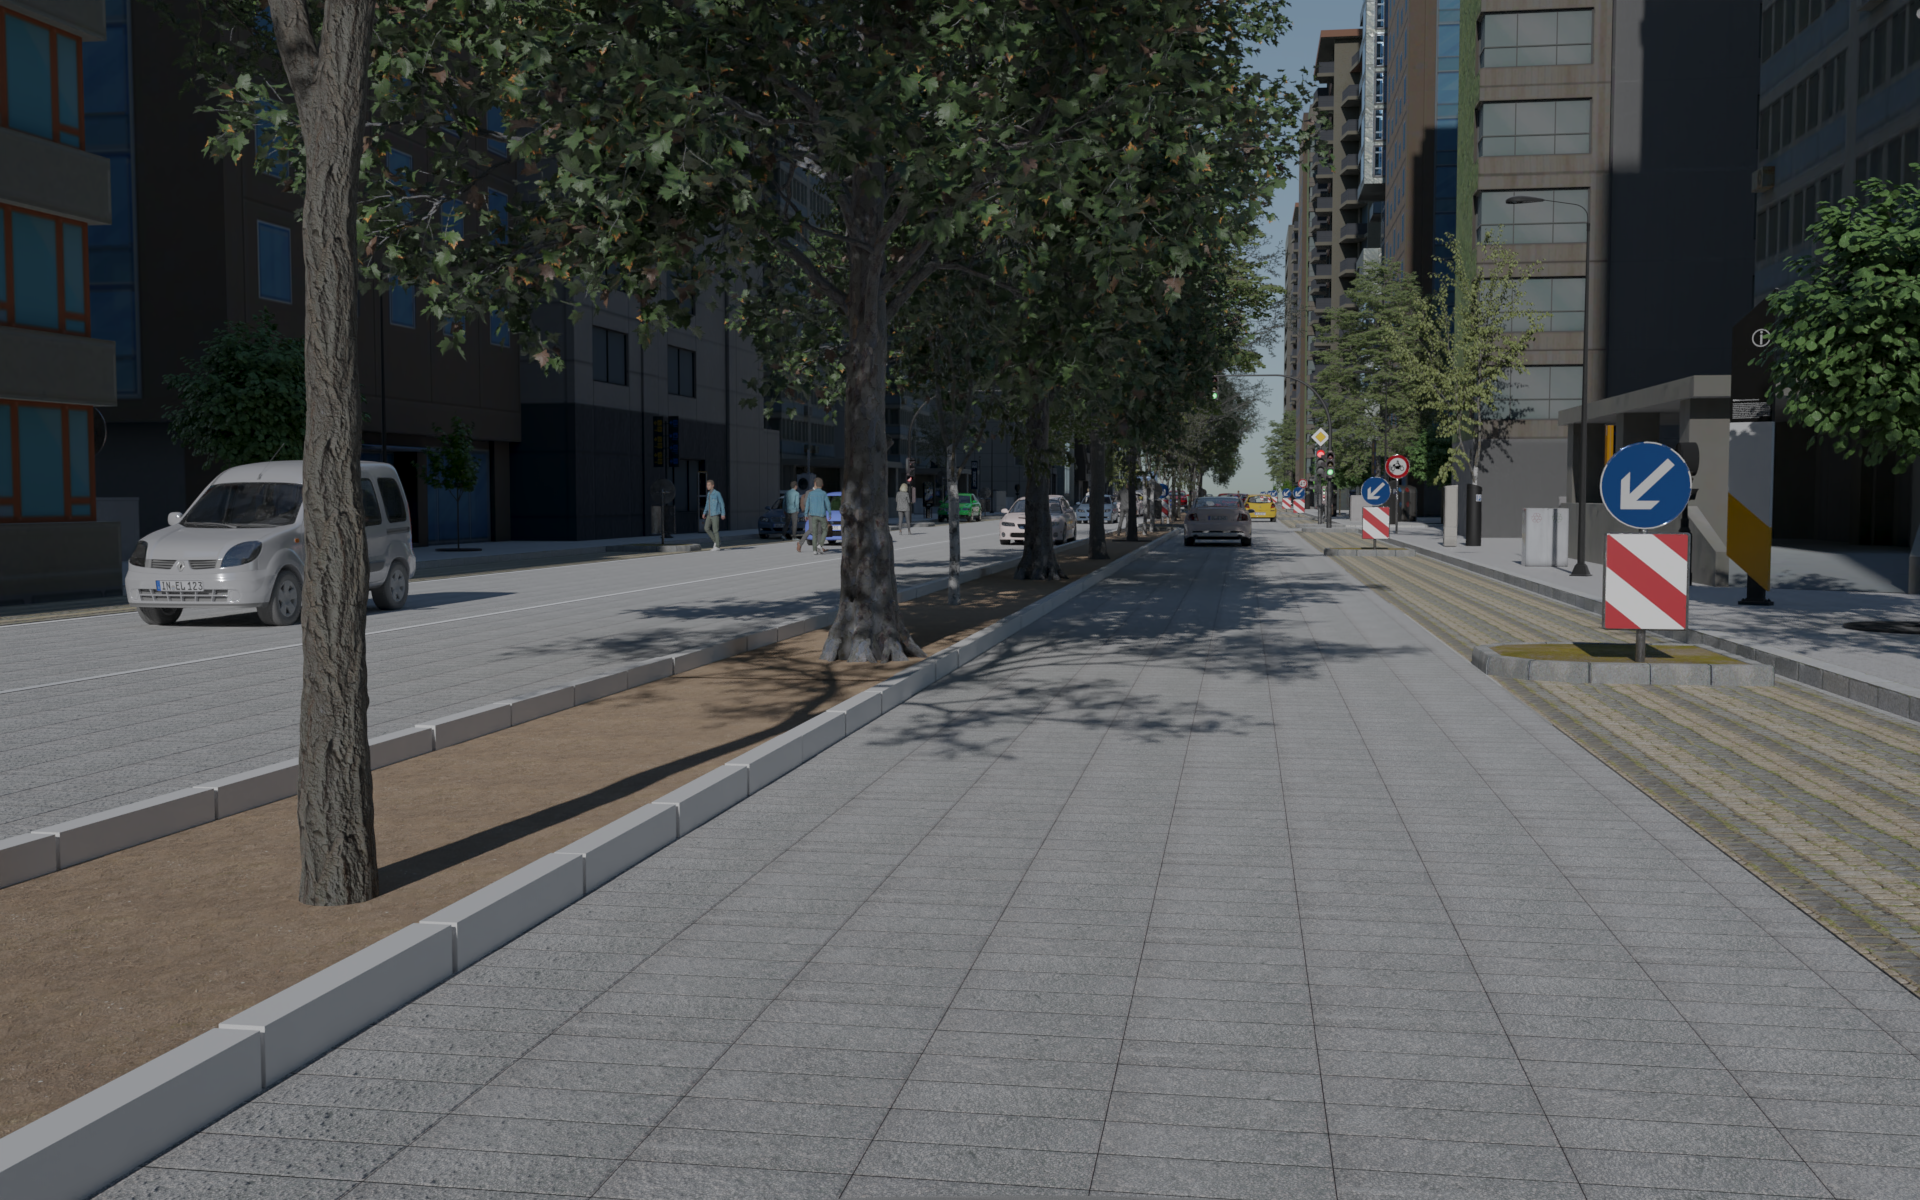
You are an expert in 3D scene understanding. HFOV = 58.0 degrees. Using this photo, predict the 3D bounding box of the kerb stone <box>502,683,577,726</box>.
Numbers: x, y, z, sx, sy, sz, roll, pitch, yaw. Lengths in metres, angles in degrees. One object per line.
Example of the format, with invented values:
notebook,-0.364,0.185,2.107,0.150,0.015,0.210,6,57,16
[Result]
kerb stone,-2.724,0.678,11.114,0.120,0.150,1.000,1,4,9

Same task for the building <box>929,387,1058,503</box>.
building,-1.453,-44.259,161.882,20.563,71.187,20.611,1,4,9

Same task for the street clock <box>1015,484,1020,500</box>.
street clock,4.198,-7.468,126.678,0.358,2.002,0.471,2,4,30

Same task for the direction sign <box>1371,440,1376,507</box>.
direction sign,17.560,-4.988,73.548,0.379,3.537,0.876,1,4,23

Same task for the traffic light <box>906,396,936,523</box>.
traffic light,-0.128,-6.188,75.840,4.771,5.953,1.251,1,4,9

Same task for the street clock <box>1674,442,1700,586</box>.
street clock,10.150,-1.203,24.247,0.358,2.002,0.471,0,4,8

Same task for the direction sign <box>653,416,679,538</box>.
direction sign,-8.532,-3.568,50.331,0.876,3.537,0.379,2,4,24

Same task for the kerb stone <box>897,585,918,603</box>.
kerb stone,-0.744,-0.059,23.239,0.120,0.150,1.000,1,4,9

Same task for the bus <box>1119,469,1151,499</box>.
bus,18.128,-11.338,176.925,2.896,3.916,12.252,1,4,9

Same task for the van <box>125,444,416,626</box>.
van,-7.929,-0.805,20.169,2.013,2.044,4.112,0,4,8

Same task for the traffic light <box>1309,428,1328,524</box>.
traffic light,15.226,-5.162,73.318,0.839,4.253,0.868,1,4,9

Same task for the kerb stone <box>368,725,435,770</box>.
kerb stone,-3.060,0.811,9.098,0.120,0.150,1.000,1,4,9

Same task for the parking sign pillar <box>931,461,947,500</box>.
parking sign pillar,-1.479,-9.487,143.583,1.447,3.967,1.447,2,4,31

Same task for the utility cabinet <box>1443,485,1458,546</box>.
utility cabinet,12.039,-2.073,42.567,0.318,1.500,1.173,1,4,14

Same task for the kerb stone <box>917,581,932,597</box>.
kerb stone,-0.570,-0.124,24.252,0.120,0.150,1.000,1,4,9

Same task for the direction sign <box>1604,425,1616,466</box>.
direction sign,18.124,-3.451,48.416,0.876,3.537,0.379,1,4,13

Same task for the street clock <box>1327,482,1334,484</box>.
street clock,21.535,-5.878,100.668,0.471,2.002,0.358,-3,5,-41

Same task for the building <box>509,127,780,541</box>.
building,-18.786,-37.814,56.513,20.611,71.187,20.563,1,4,9

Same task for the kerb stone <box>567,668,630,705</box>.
kerb stone,-2.562,0.617,12.123,0.120,0.150,1.000,1,4,9

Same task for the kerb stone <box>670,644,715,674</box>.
kerb stone,-2.227,0.498,14.144,0.120,0.150,1.000,1,4,9

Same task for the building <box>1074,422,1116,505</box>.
building,14.260,-28.784,242.316,14.160,30.474,14.107,1,4,9

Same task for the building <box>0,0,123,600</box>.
building,-27.707,-10.187,11.605,27.650,21.520,28.899,1,4,9

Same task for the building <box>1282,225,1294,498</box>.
building,65.603,-40.844,291.495,21.300,48.544,21.600,1,4,9

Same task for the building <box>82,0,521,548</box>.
building,-19.806,-23.872,40.425,14.600,45.320,14.200,1,4,9

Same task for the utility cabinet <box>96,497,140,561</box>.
utility cabinet,-16.166,-1.335,32.986,0.306,1.237,1.020,2,4,28

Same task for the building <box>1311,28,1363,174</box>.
building,44.171,-31.025,161.878,22.147,44.769,28.867,1,4,9

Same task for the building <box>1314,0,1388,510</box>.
building,38.739,-49.876,128.144,22.319,86.520,31.000,1,4,9

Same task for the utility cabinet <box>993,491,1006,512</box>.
utility cabinet,2.793,-6.971,122.657,0.318,1.500,1.173,3,4,37

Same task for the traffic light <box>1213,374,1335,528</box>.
traffic light,11.858,-5.564,65.633,4.771,5.953,1.251,1,4,9

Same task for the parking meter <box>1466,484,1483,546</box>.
parking meter,12.652,-2.093,42.638,0.372,1.533,0.369,0,3,0

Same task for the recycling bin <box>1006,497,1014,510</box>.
recycling bin,3.930,-7.858,141.026,0.722,1.027,0.722,3,5,44

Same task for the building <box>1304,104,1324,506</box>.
building,43.797,-30.596,183.838,14.154,41.232,14.086,1,4,9

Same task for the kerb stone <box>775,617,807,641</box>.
kerb stone,-1.731,0.307,17.176,0.120,0.150,1.000,1,4,9

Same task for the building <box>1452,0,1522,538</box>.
building,22.983,-22.715,54.986,14.154,41.232,14.086,1,4,9

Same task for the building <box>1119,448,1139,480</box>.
building,19.091,-40.802,290.821,21.300,48.544,21.600,1,4,9

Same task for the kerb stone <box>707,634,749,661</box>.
kerb stone,-2.068,0.431,15.155,0.120,0.150,1.000,1,4,9

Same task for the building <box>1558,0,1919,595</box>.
building,27.447,-20.493,26.943,32.217,40.220,23.993,1,4,9

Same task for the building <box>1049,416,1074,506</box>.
building,1.848,-53.488,187.201,22.319,86.520,31.000,1,4,9

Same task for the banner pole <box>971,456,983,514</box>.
banner pole,1.099,-7.589,114.098,0.863,3.779,0.401,1,4,23

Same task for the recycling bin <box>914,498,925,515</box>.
recycling bin,-2.488,-5.883,108.737,0.722,1.027,0.722,1,4,9

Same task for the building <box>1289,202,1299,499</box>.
building,59.452,-36.570,252.540,22.147,44.769,28.867,1,4,9

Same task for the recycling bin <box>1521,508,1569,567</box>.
recycling bin,10.421,-1.119,30.857,0.722,1.027,0.722,1,4,12

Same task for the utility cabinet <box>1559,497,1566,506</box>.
utility cabinet,15.296,-1.937,42.824,1.020,1.237,0.306,-2,4,-25

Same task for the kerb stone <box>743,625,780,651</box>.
kerb stone,-1.899,0.369,16.168,0.120,0.150,1.000,1,4,9

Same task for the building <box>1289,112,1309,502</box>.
building,45.851,-33.522,198.192,14.600,45.320,14.200,1,4,9

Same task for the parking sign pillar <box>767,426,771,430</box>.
parking sign pillar,-7.841,-4.892,68.451,1.447,3.967,1.447,1,4,12

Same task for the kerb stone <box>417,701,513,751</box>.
kerb stone,-2.887,0.740,10.104,0.120,0.150,1.000,1,4,9

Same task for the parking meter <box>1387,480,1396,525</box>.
parking meter,18.175,-4.111,72.924,0.399,1.863,0.255,-3,5,-40

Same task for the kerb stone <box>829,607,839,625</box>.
kerb stone,-1.403,0.184,19.194,0.120,0.150,1.000,1,4,9

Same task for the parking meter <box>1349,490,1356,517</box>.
parking meter,21.640,-5.326,95.493,0.372,1.533,0.369,0,3,0

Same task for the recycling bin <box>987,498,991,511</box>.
recycling bin,2.205,-6.822,124.094,0.722,1.027,0.722,2,4,30

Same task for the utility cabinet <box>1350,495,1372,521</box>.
utility cabinet,19.214,-4.391,82.948,1.020,1.237,0.306,0,4,2

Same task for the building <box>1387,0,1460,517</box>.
building,32.151,-27.487,99.528,14.600,45.320,14.200,1,4,9

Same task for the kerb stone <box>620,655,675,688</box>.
kerb stone,-2.401,0.554,13.133,0.120,0.150,1.000,1,4,9

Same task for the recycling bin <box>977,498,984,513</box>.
recycling bin,1.146,-6.476,118.434,0.722,1.027,0.722,-3,5,-44

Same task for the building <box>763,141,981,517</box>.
building,-15.286,-26.330,122.372,32.217,40.220,23.993,1,4,9

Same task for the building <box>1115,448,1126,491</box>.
building,13.908,-39.477,265.051,23.786,49.044,30.456,1,4,9

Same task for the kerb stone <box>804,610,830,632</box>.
kerb stone,-1.566,0.245,18.185,0.120,0.150,1.000,1,4,9
